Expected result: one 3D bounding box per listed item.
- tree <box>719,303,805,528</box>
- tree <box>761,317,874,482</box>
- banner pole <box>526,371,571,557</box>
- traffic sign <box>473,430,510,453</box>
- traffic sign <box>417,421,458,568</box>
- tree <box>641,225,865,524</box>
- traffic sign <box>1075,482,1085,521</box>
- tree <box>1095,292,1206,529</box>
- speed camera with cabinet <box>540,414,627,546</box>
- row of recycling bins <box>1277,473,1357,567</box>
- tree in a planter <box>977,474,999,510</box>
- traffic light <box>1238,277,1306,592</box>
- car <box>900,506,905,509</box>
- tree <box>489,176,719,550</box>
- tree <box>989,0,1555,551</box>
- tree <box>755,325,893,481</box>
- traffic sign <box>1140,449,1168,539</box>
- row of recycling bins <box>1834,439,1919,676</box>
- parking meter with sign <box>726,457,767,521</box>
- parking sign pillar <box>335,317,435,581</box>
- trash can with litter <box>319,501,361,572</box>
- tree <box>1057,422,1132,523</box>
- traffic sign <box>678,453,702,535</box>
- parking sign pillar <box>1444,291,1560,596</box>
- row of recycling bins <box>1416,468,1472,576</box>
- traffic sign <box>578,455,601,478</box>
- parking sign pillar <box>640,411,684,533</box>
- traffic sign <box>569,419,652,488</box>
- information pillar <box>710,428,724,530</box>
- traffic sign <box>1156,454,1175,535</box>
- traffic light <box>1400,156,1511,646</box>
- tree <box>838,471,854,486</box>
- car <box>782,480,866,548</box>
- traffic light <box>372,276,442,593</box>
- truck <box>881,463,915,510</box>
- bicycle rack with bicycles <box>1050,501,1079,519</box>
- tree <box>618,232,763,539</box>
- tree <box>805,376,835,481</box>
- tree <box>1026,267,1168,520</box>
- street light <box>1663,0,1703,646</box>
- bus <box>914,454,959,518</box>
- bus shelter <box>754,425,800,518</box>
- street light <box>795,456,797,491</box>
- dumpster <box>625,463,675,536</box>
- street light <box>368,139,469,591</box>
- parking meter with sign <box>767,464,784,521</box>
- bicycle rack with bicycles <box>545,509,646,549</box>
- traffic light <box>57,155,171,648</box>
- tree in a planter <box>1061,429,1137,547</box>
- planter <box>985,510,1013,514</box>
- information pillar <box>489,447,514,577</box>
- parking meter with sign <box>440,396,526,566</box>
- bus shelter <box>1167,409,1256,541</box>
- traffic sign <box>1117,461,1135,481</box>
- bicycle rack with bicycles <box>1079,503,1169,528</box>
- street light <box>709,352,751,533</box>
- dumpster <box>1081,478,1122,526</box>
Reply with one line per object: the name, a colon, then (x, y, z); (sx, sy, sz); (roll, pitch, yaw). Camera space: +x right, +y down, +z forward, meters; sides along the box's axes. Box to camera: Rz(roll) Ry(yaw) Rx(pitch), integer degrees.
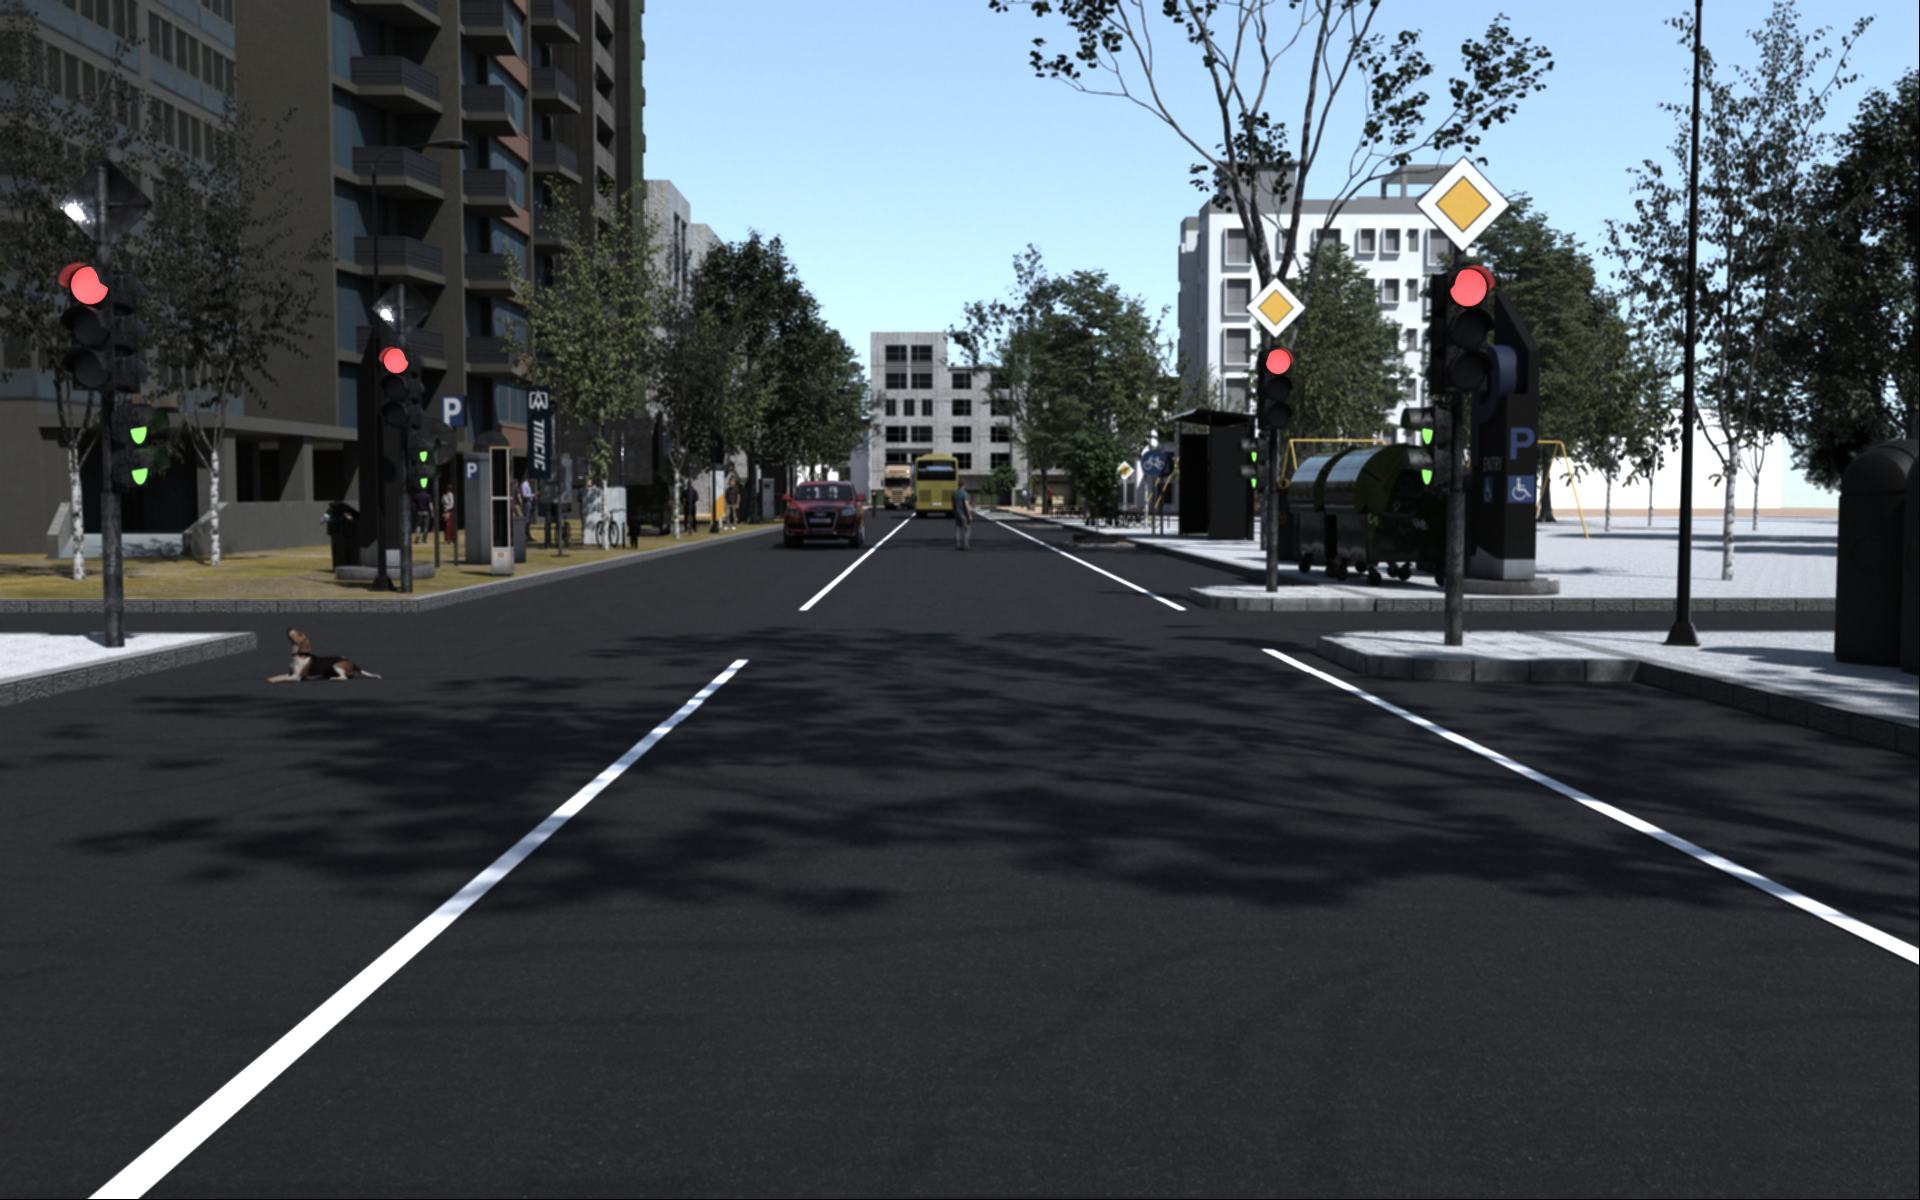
tree: (-8.907, -7.059, 65.783); (4.737, 8.622, 4.395); (0, 3, 0)
tree: (-9.070, -11.799, 111.041); (7.486, 12.596, 7.792); (0, 3, 0)
banner pole: (-8.418, -2.773, 35.351); (0.863, 3.779, 0.401); (-1, 4, -15)
traffic sign: (-9.372, -2.114, 34.663); (0.768, 2.556, 0.104); (0, 4, 5)
traffic sign: (-9.098, -1.833, 30.073); (0.768, 2.556, 0.104); (0, 4, 4)
tree: (-8.986, -9.632, 74.484); (9.611, 12.733, 9.660); (0, 3, 0)
traffic sign: (5.821, -4.976, 81.365); (0.884, 2.594, 0.081); (1, 4, 9)
tree: (6.815, -6.877, 62.808); (4.737, 8.622, 4.395); (0, 3, 0)
speed camera with cabinet: (-9.404, -2.990, 43.221); (2.038, 3.252, 0.660); (0, 4, 3)
row of recycling bins: (6.681, -1.535, 32.207); (1.069, 1.692, 3.534); (0, 4, -5)
tree in a planter: (2.464, -9.426, 151.330); (1.991, 3.239, 1.994); (0, 4, -1)
traffic light: (4.064, -2.057, 22.558); (0.839, 4.253, 0.868); (0, 4, -1)
car: (-6.241, -9.549, 167.930); (2.131, 1.459, 4.920); (0, 4, -1)
tree: (-8.333, -5.440, 39.311); (4.737, 8.622, 4.395); (0, 3, 0)
tree: (6.742, -11.092, 37.242); (12.611, 20.169, 13.585); (0, 3, 0)
tree: (-9.839, -13.157, 125.490); (12.009, 13.543, 11.850); (0, 3, 0)
traffic sign: (5.525, -3.013, 49.372); (0.768, 2.556, 0.104); (0, 4, 6)
row of recycling bins: (7.250, -0.286, 11.793); (1.069, 1.692, 3.534); (0, 4, -6)
parking meter with sign: (-10.116, -5.215, 81.522); (1.738, 3.016, 0.543); (-2, 4, -25)
parking sign pillar: (-8.750, -2.312, 26.267); (1.447, 3.967, 1.447); (-2, 4, -34)
trash can with litter: (-9.950, -1.050, 28.551); (0.624, 1.170, 1.055); (2, 4, 32)
tree: (6.074, -5.810, 78.710); (4.285, 4.588, 4.351); (0, 3, 0)
traffic sign: (-8.446, -3.306, 54.165); (0.768, 2.556, 0.104); (0, 4, 2)
parking sign pillar: (7.057, -2.079, 22.457); (1.447, 3.967, 1.447); (0, 4, -2)
row of recycling bins: (8.020, -1.261, 27.725); (1.069, 1.692, 3.534); (0, 4, 3)
traffic sign: (-9.753, -2.658, 45.583); (0.606, 2.300, 0.079); (0, 4, 1)
parking sign pillar: (-9.824, -4.190, 56.978); (1.447, 3.967, 1.447); (-1, 4, -21)
traffic sign: (-9.490, -3.254, 47.082); (2.265, 3.308, 0.079); (0, 4, 4)
information pillar: (-8.602, -4.274, 61.240); (0.504, 3.616, 0.183); (-1, 4, -14)
traffic sign: (6.363, -3.330, 54.547); (0.768, 2.556, 0.104); (0, 4, 1)
traffic light: (4.166, -1.569, 14.573); (0.839, 4.253, 0.868); (0, 4, -1)
tree: (-9.473, -9.001, 141.774); (1.663, 3.219, 1.824); (0, 3, 0)
car: (-3.713, -2.390, 47.751); (2.281, 1.827, 5.304); (0, 4, -1)
traffic light: (-7.176, -2.048, 22.399); (0.839, 4.253, 0.868); (0, 4, -1)
truck: (-5.433, -10.289, 157.138); (2.839, 4.237, 11.283); (0, 4, 1)
bicycle rack with bicycles: (6.081, -4.648, 89.378); (2.925, 0.926, 2.852); (0, 4, 1)
tree: (-7.986, -6.087, 49.893); (4.360, 8.622, 3.978); (0, 3, 0)
tree: (-8.944, -9.168, 100.266); (4.737, 8.622, 4.395); (0, 3, 0)
tree: (6.839, -10.347, 87.298); (7.486, 12.596, 7.792); (0, 3, 0)
street light: (5.615, -2.571, 14.579); (1.470, 5.913, 1.316); (0, 4, -1)
bus: (-1.438, -6.940, 105.023); (2.896, 3.916, 12.252); (0, 4, -1)
bus shelter: (-9.974, -7.007, 92.196); (2.179, 5.291, 8.768); (0, 4, -1)
street light: (-7.926, -7.145, 89.363); (1.470, 5.913, 1.316); (0, 4, -1)
dumpster: (-9.654, -3.145, 53.910); (1.502, 2.255, 1.985); (0, 4, -1)
street light: (-7.123, -3.074, 22.807); (1.470, 5.913, 1.316); (0, 4, -1)
parking meter with sign: (-9.425, -5.369, 84.044); (1.738, 3.016, 0.543); (-2, 4, -35)
bicycle rack with bicycles: (-8.782, -1.707, 41.299); (2.852, 0.926, 2.925); (-1, 4, -9)
traffic light: (-7.074, -1.559, 14.415); (0.839, 4.253, 0.868); (0, 4, -1)
tree in a planter: (3.785, -3.080, 47.583); (1.991, 3.239, 1.994); (0, 4, -1)
planter: (2.805, -6.320, 124.478); (1.991, 0.319, 1.994); (0, 4, -1)
information pillar: (-7.141, -1.377, 27.003); (0.304, 2.012, 0.304); (0, 4, -3)
parking meter with sign: (-8.641, -2.159, 31.568); (0.543, 3.016, 1.738); (2, 4, 25)
bus shelter: (7.319, -3.634, 50.700); (1.731, 3.624, 6.357); (0, 4, -1)
traffic sign: (6.468, -4.168, 67.880); (0.795, 2.593, 0.064); (0, 4, 5)
bicycle rack with bicycles: (6.553, -3.220, 66.034); (2.925, 0.926, 2.852); (-1, 4, -20)
street light: (-7.515, -5.142, 56.620); (1.470, 5.913, 1.316); (0, 4, -1)
dumpster: (5.707, -4.115, 69.775); (1.502, 2.255, 1.985); (0, 4, -1)
